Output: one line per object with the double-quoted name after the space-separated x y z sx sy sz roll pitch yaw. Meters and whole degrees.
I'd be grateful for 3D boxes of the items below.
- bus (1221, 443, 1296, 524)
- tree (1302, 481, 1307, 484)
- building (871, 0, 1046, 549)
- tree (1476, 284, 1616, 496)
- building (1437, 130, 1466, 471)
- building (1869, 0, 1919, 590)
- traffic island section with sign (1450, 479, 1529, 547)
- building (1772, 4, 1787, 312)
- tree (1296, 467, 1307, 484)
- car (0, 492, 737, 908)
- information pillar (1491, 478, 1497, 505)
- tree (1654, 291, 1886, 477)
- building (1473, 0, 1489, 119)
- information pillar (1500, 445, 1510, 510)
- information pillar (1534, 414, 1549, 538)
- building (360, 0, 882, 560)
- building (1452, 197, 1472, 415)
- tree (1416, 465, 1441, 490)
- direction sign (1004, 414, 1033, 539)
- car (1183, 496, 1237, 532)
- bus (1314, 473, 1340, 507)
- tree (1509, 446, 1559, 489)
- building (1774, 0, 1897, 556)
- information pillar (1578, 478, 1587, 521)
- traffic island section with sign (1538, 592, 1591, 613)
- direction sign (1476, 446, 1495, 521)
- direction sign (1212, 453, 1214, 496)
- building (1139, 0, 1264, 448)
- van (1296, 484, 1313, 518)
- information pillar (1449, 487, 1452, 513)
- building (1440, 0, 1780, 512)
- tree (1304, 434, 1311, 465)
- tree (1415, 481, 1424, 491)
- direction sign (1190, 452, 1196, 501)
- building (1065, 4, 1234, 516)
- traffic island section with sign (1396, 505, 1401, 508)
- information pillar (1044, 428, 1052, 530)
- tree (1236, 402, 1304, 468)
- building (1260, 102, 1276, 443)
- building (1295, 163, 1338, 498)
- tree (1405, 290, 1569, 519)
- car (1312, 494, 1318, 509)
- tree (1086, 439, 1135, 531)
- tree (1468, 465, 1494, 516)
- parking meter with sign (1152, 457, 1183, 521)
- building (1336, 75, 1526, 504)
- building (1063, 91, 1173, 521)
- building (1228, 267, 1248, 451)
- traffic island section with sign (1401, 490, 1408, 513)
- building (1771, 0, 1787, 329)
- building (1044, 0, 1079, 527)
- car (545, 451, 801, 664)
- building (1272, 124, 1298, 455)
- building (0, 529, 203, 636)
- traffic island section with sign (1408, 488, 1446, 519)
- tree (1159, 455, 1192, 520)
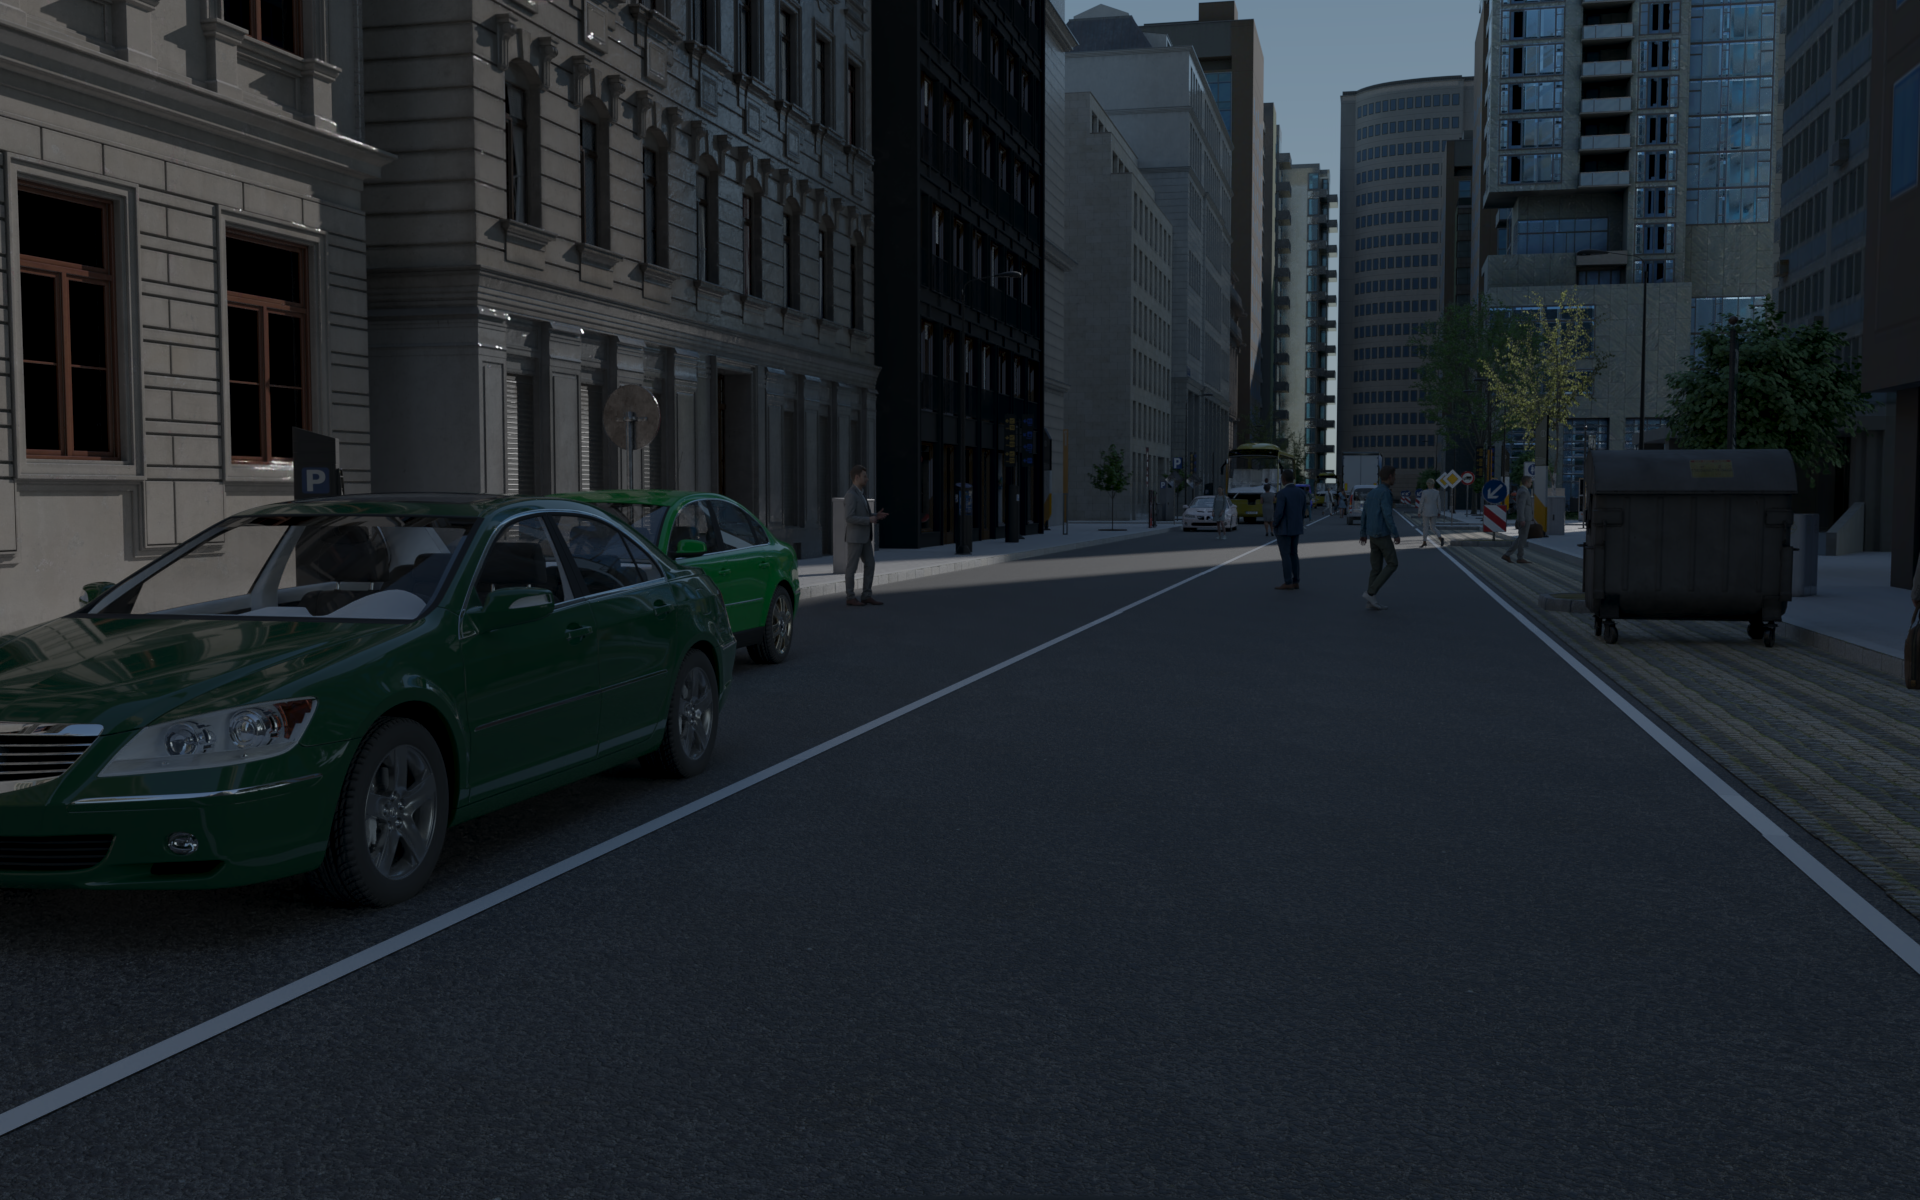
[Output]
15.187 -5.837 86.990 2.896 3.916 12.252 1 4 15 "bus"
43.724 -13.883 221.581 1.663 3.219 1.824 0 3 0 "tree"
-5.118 -13.403 48.825 12.332 23.373 15.834 1 4 13 "building"
20.601 -6.744 60.632 4.360 8.622 3.978 0 3 0 "tree"
66.248 -34.397 212.503 14.600 45.320 14.200 1 4 13 "building"
17.721 -22.295 14.632 14.600 45.320 14.200 1 4 13 "building"
14.537 -2.385 47.625 1.989 1.847 2.006 1 4 13 "traffic island section with sign"
56.081 -28.372 83.493 30.456 49.044 23.786 1 4 13 "building"
34.666 -12.093 181.434 4.285 4.588 4.351 0 3 0 "tree"
-2.506 0.253 7.656 2.131 1.459 4.920 1 4 13 "car"
24.618 -4.623 80.081 0.304 2.012 0.304 -1 4 -10 "information pillar"
13.085 -2.718 28.154 4.285 4.588 4.351 0 3 0 "tree"
53.044 -30.833 154.234 14.600 45.320 14.200 1 4 13 "building"
26.079 -5.600 82.907 0.504 3.616 0.183 -2 4 -28 "information pillar"
17.201 -3.661 51.218 0.183 3.616 0.504 -2 4 -24 "information pillar"
-8.466 -11.117 30.911 9.793 20.994 18.267 1 4 13 "building"
55.347 -24.311 169.189 14.160 30.474 14.107 1 4 13 "building"
53.406 -13.005 196.347 4.285 4.588 4.351 0 3 0 "tree"
1.666 -3.497 49.178 0.876 3.537 0.379 -1 4 -20 "direction sign"
9.766 -3.368 67.435 2.083 1.381 4.827 1 4 13 "car"
42.855 -12.873 202.020 2.896 3.916 12.252 1 4 13 "bus"
38.644 -8.144 116.867 4.285 4.588 4.351 0 3 0 "tree"
33.693 -21.269 39.622 32.217 40.220 23.993 1 4 13 "building"
29.186 -4.692 81.202 0.304 2.012 0.304 2 4 27 "information pillar"
8.241 -0.780 21.385 1.989 1.847 2.006 1 4 13 "traffic island section with sign"
24.765 -5.487 81.711 0.876 3.537 0.379 2 4 32 "direction sign"
13.843 -6.287 94.796 0.379 3.537 0.876 0 4 6 "direction sign"
20.962 -31.374 163.079 14.600 45.320 14.200 1 4 13 "building"
20.080 -6.109 104.272 2.240 2.365 5.245 1 4 15 "van"
34.075 -7.056 119.856 0.304 2.012 0.304 0 4 2 "information pillar"
49.076 -50.030 130.657 22.319 86.520 31.000 1 4 13 "building"
37.235 -14.889 193.799 4.737 8.622 4.395 0 3 0 "tree"
56.266 -13.318 212.351 1.663 3.219 1.824 0 3 0 "tree"
12.591 -6.216 93.633 0.379 3.537 0.876 2 4 29 "direction sign"
11.109 -20.567 113.755 11.434 29.767 29.804 1 4 13 "building"
45.537 -10.279 176.688 1.989 1.847 2.006 1 4 13 "traffic island section with sign"
3.090 -4.268 61.139 0.183 3.616 0.504 -2 4 -24 "information pillar"
23.801 -11.327 135.552 4.737 8.622 4.395 0 3 0 "tree"
24.669 -30.196 177.305 14.154 41.232 14.086 1 4 13 "building"
38.815 -38.569 250.215 30.456 49.044 23.786 1 4 13 "building"
27.217 -10.020 89.590 9.928 11.665 9.643 0 3 0 "tree"
34.276 -9.808 170.582 2.015 1.641 3.980 1 4 13 "car"
5.452 -4.043 60.710 1.663 3.219 1.824 0 3 0 "tree"
30.468 -6.524 101.262 1.663 3.219 1.824 0 3 0 "tree"
9.756 -5.226 81.710 1.738 3.016 0.543 -3 5 -45 "parking meter with sign"
67.156 -42.780 241.457 28.212 58.520 21.231 1 4 13 "building"
5.032 -14.481 91.521 10.420 20.320 16.860 1 4 13 "building"
15.758 -18.295 140.929 13.314 21.916 24.055 1 4 13 "building"
33.932 -7.324 128.376 1.989 1.847 2.006 1 4 13 "traffic island section with sign"
88.608 -46.805 203.509 20.611 71.187 20.563 1 4 13 "building"
-7.864 -17.135 67.541 23.554 28.519 14.401 1 4 13 "building"
-2.661 -0.287 13.497 1.959 1.807 4.718 1 4 13 "car"
25.583 -36.514 216.612 30.456 49.044 23.786 1 4 13 "building"
-14.253 -10.745 11.845 11.583 22.565 21.152 1 4 13 "building"
27.513 -5.690 101.658 1.989 1.847 2.006 1 4 13 "traffic island section with sign"
10.721 -5.609 86.308 1.663 3.219 1.824 0 3 0 "tree"
